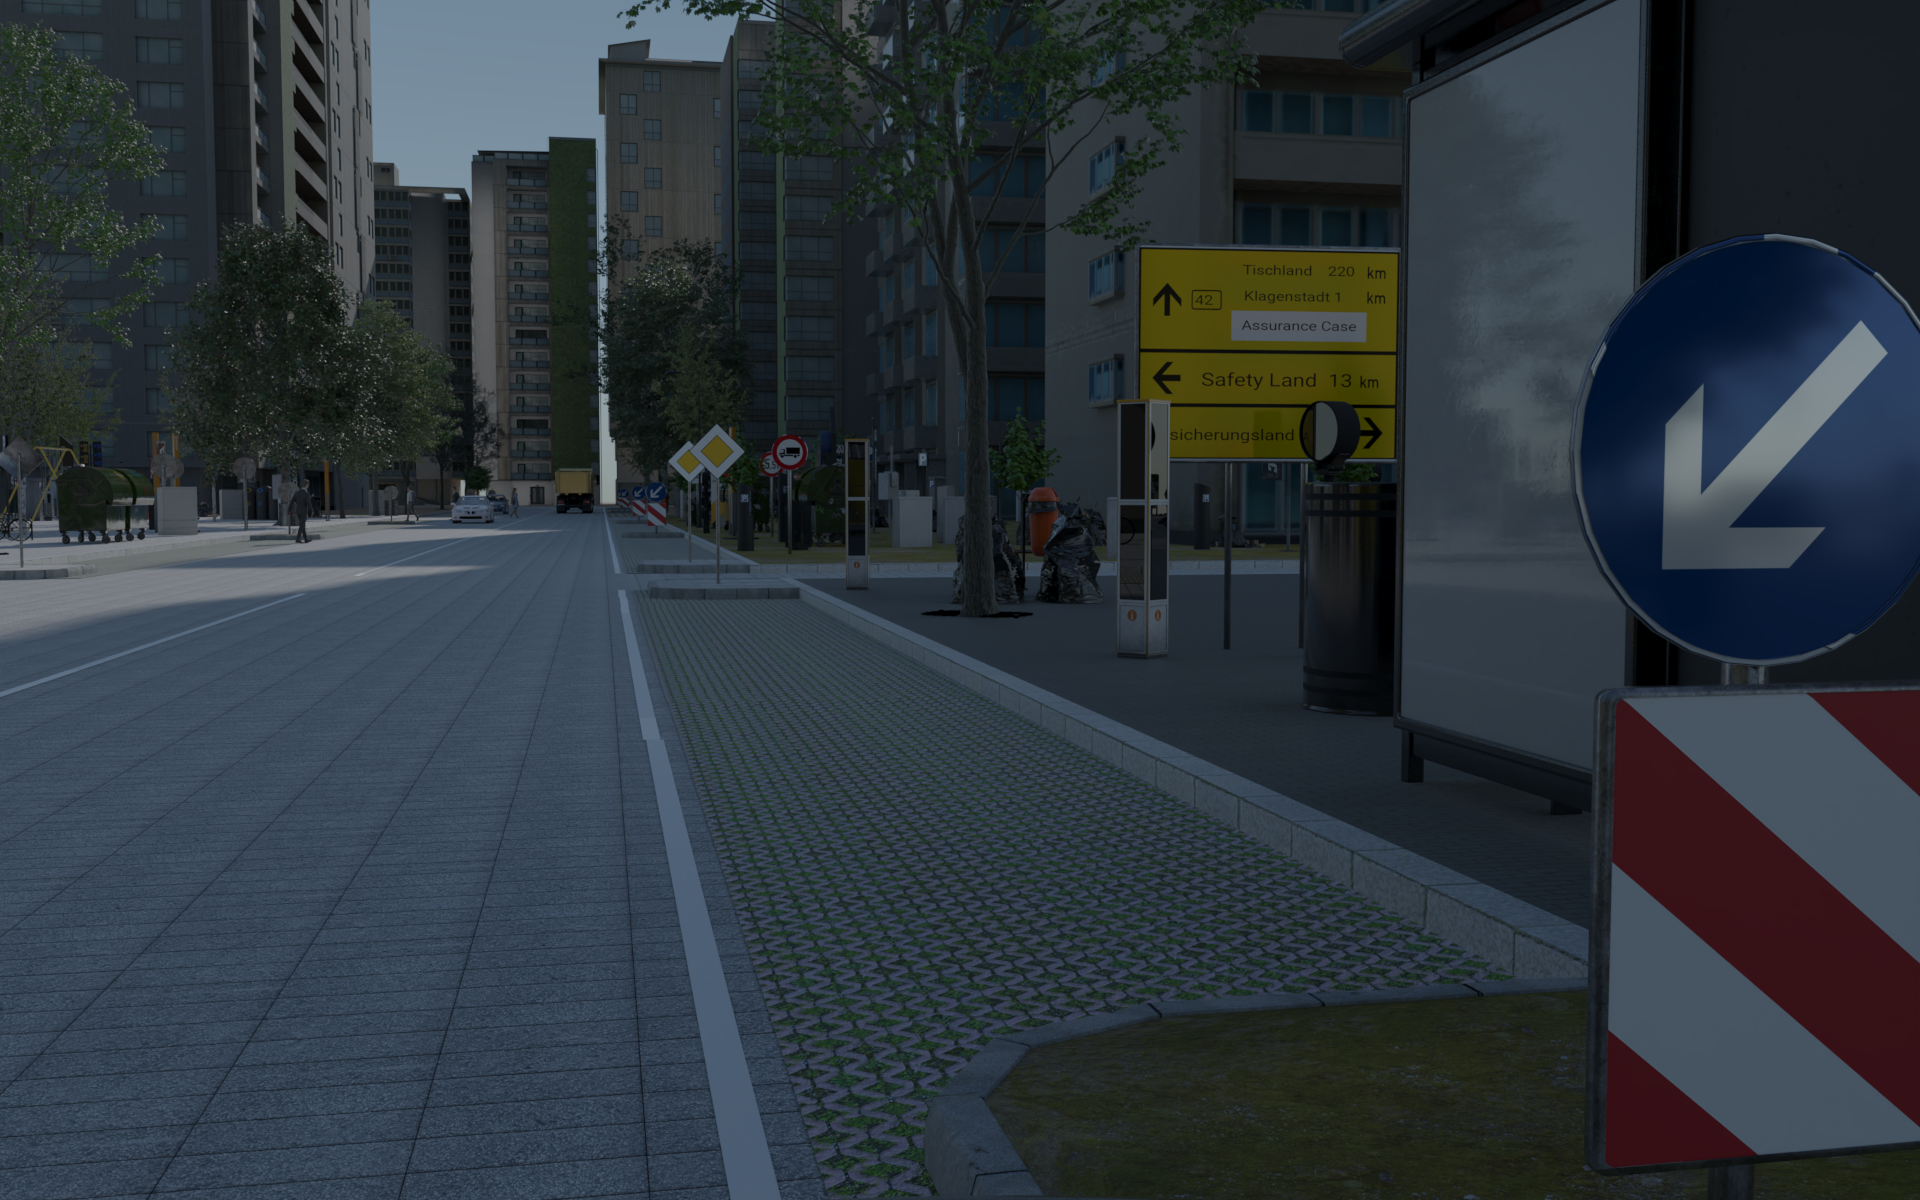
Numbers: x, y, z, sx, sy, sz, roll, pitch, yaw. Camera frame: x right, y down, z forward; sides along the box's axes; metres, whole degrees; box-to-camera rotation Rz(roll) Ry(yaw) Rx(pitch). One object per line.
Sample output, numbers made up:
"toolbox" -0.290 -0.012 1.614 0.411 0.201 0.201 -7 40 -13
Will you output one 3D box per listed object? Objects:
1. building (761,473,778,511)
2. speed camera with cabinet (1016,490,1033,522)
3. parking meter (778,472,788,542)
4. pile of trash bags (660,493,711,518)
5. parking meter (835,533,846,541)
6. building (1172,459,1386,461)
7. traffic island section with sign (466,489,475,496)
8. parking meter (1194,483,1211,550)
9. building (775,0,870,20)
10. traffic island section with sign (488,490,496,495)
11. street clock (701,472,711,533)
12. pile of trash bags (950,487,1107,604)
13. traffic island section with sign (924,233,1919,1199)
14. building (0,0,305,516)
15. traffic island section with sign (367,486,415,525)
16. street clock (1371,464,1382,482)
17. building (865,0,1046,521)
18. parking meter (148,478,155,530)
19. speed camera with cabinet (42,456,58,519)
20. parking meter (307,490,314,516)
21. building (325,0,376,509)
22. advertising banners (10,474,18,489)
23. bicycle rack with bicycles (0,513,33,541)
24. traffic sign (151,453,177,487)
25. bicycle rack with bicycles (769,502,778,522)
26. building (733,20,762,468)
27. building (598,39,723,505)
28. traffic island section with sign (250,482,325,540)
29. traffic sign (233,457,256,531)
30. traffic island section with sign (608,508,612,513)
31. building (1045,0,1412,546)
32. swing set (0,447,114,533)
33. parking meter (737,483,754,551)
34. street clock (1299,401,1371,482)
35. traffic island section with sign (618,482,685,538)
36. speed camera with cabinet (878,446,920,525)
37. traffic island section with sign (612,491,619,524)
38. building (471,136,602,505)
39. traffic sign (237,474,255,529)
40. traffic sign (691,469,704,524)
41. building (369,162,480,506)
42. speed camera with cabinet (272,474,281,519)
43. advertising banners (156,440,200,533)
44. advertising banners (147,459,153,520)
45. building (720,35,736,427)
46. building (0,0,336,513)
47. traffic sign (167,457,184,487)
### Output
"building" 0.340 -27.291 138.083 32.217 40.220 23.993 -1 4 -12
"speed camera with cabinet" 3.622 -5.202 79.395 2.038 3.252 0.660 0 4 -6
"parking meter" -4.649 -2.480 46.256 0.399 1.863 0.255 -1 4 -16
"pile of trash bags" -15.435 -5.333 96.945 3.447 1.369 1.912 2 4 27
"parking meter" -3.256 -2.568 47.701 0.399 1.863 0.255 2 4 24
"building" 26.966 -19.983 171.768 28.899 21.520 27.650 -1 4 -12
"traffic island section with sign" -36.932 -7.474 130.825 1.989 1.847 2.006 -1 4 -12
"parking meter" 5.597 -1.934 40.028 0.372 1.533 0.369 0 3 0
"building" -5.570 -26.524 117.268 14.154 41.232 14.086 -1 4 -12
"traffic island section with sign" -42.481 -9.104 157.485 1.989 1.847 2.006 -1 4 -12
"street clock" -8.258 -3.169 56.378 0.358 2.002 0.471 0 4 -1
"pile of trash bags" 0.910 -0.734 21.747 1.912 1.369 3.447 0 4 7
"traffic island section with sign" 0.984 0.319 3.406 1.989 1.847 2.006 -1 4 -12
"building" -49.409 -25.886 106.825 14.154 41.232 14.086 -1 4 -12
"traffic island section with sign" -26.670 -4.444 81.281 1.989 1.847 2.006 -1 4 -12
"street clock" 9.996 -2.281 41.860 0.358 2.002 0.471 0 4 -6
"building" 6.957 -29.108 95.532 23.786 49.044 30.456 -1 4 -12
"parking meter" -28.820 -3.433 61.839 0.255 1.863 0.399 -1 4 -16
"speed camera with cabinet" -47.277 -5.846 89.921 0.660 3.252 2.038 1 4 10
"parking meter" -37.214 -5.556 99.244 0.372 1.533 0.369 0 3 0
"building" -66.268 -34.351 150.873 27.495 52.752 28.713 -1 4 -12
"advertising banners" -49.167 -5.819 91.328 2.074 3.025 0.090 0 4 4
"bicycle rack with bicycles" -26.574 -2.064 47.126 2.925 0.926 2.852 0 4 6
"traffic sign" -24.880 -3.304 54.129 0.768 2.556 0.104 0 4 -8
"bicycle rack with bicycles" -9.470 -4.125 80.832 2.925 0.926 2.852 -1 4 -22
"building" -13.166 -28.812 154.669 14.154 41.232 14.086 -1 4 -12
"building" -29.786 -38.055 211.444 27.495 52.752 28.713 -1 4 -12
"traffic island section with sign" -21.099 -2.801 54.420 1.989 1.847 2.006 -1 4 -12
"traffic sign" -24.756 -3.660 59.944 0.768 2.556 0.104 0 4 -5
"traffic island section with sign" -25.721 -7.561 132.247 1.989 1.847 2.006 -1 4 -12
"building" 13.969 -26.305 53.787 21.600 48.544 21.300 -1 4 -12
"swing set" -30.526 -3.711 58.300 2.862 2.851 3.119 -1 4 -9
"parking meter" -4.827 -1.870 38.984 0.372 1.533 0.369 0 3 0
"street clock" 2.877 -0.548 13.531 0.358 2.002 0.471 -2 4 -28
"traffic island section with sign" -10.093 -2.948 56.833 1.989 1.847 2.006 -1 4 -12
"speed camera with cabinet" -2.518 -4.731 71.683 0.660 3.252 2.038 3 4 38
"traffic island section with sign" -15.560 -4.563 83.230 1.989 1.847 2.006 -1 4 -12
"building" -48.889 -31.624 200.642 14.086 41.232 14.154 -1 4 -12
"traffic sign" -25.928 -3.719 62.929 0.606 2.300 0.079 0 4 -5
"traffic sign" -10.328 -4.035 68.102 0.606 2.300 0.079 0 4 -2
"building" -69.465 -31.400 205.270 23.993 40.220 32.217 -1 4 -12
"speed camera with cabinet" -30.828 -5.174 78.925 0.660 3.252 2.038 -1 4 -9
"advertising banners" -25.436 -3.675 56.277 2.074 3.025 0.090 2 4 30
"advertising banners" -40.310 -5.488 85.911 0.090 3.025 2.074 -1 4 -8
"building" -15.750 -31.701 168.425 14.600 45.320 14.200 -1 4 -12
"building" -57.654 -30.543 123.085 21.300 48.544 21.600 -1 4 -12
"traffic sign" -26.785 -3.596 58.896 0.768 2.556 0.104 -1 4 -10
